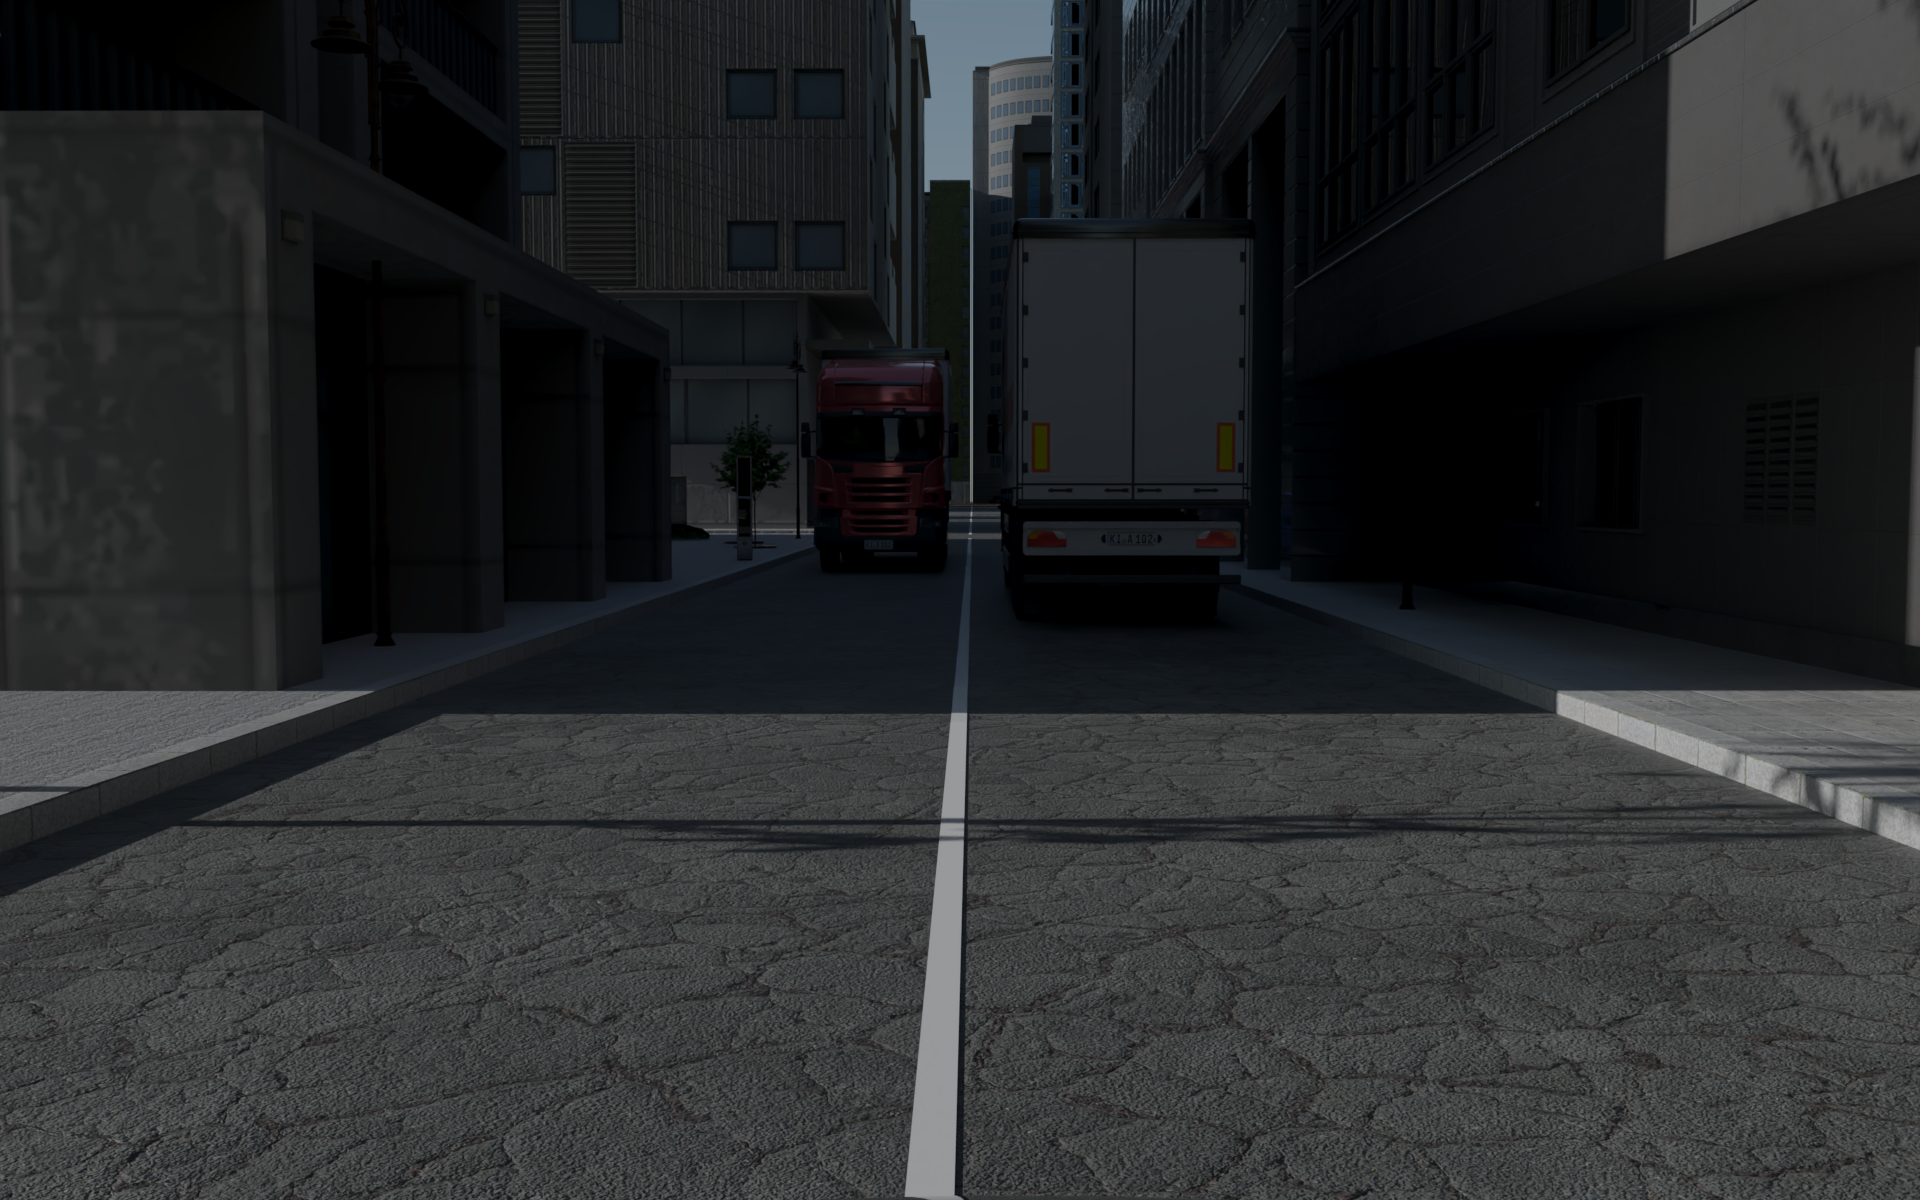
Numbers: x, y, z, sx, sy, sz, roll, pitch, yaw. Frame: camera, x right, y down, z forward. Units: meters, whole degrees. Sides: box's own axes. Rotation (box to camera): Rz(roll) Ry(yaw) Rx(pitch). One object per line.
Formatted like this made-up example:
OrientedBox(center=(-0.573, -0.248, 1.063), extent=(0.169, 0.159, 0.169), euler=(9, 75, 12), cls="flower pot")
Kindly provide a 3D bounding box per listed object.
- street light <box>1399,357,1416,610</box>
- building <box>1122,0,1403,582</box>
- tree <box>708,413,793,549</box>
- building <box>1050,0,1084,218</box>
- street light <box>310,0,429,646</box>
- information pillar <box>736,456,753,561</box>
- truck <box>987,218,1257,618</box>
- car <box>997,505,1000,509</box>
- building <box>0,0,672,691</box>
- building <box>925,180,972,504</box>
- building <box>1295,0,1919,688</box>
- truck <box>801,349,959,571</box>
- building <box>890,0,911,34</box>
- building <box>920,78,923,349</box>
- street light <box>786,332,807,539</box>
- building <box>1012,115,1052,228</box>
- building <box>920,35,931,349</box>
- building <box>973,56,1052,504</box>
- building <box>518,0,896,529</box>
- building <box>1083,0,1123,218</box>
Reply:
OrientedBox(center=(4.979, -2.833, 19.107), extent=(0.468, 5.910, 1.993), euler=(0, 4, 0), cls="street light")
OrientedBox(center=(10.330, -16.001, 39.114), extent=(11.434, 29.767, 29.804), euler=(0, 4, 0), cls="building")
OrientedBox(center=(-4.752, -2.849, 41.178), extent=(1.663, 3.219, 1.824), euler=(0, 3, 0), cls="tree")
OrientedBox(center=(17.192, -51.674, 157.542), extent=(22.319, 86.520, 31.000), euler=(0, 4, 0), cls="building")
OrientedBox(center=(-4.872, -2.550, 14.486), extent=(0.468, 5.910, 1.993), euler=(0, 4, 0), cls="street light")
OrientedBox(center=(-4.163, -1.771, 33.456), extent=(0.304, 2.012, 0.304), euler=(0, 4, -6), cls="information pillar")
OrientedBox(center=(1.813, -2.099, 23.236), extent=(2.839, 4.237, 11.283), euler=(0, 4, 0), cls="truck")
OrientedBox(center=(2.229, -2.663, 52.582), extent=(2.155, 1.783, 4.494), euler=(0, 4, -1), cls="car")
OrientedBox(center=(-14.570, -35.547, 19.453), extent=(20.563, 71.187, 20.611), euler=(0, 4, 0), cls="building")
OrientedBox(center=(-5.485, -33.287, 227.831), extent=(14.086, 41.232, 14.154), euler=(0, 4, 0), cls="building")
OrientedBox(center=(11.675, -13.382, 12.304), extent=(14.314, 27.812, 24.014), euler=(0, 4, 0), cls="building")
OrientedBox(center=(-1.436, -2.861, 35.688), extent=(2.839, 4.237, 11.283), euler=(0, 3, 0), cls="truck")
OrientedBox(center=(-10.093, -27.734, 103.565), extent=(14.600, 45.320, 14.200), euler=(0, 4, 0), cls="building")
OrientedBox(center=(-10.907, -32.136, 175.530), extent=(14.600, 45.320, 14.200), euler=(0, 4, 0), cls="building")
OrientedBox(center=(-4.646, -4.697, 49.579), extent=(0.468, 5.910, 1.993), euler=(0, 4, 0), cls="street light")
OrientedBox(center=(13.187, -33.974, 205.580), extent=(14.600, 45.320, 14.200), euler=(0, 4, 0), cls="building")
OrientedBox(center=(-17.365, -37.316, 199.349), extent=(27.495, 52.752, 28.713), euler=(0, 4, 0), cls="building")
OrientedBox(center=(15.780, -42.121, 230.672), extent=(28.212, 58.520, 21.231), euler=(0, 4, 0), cls="building")
OrientedBox(center=(-16.642, -29.685, 74.592), extent=(28.713, 52.752, 27.495), euler=(0, 4, 0), cls="building")
OrientedBox(center=(15.843, -38.611, 69.549), extent=(20.611, 71.187, 20.563), euler=(0, 4, 0), cls="building")
